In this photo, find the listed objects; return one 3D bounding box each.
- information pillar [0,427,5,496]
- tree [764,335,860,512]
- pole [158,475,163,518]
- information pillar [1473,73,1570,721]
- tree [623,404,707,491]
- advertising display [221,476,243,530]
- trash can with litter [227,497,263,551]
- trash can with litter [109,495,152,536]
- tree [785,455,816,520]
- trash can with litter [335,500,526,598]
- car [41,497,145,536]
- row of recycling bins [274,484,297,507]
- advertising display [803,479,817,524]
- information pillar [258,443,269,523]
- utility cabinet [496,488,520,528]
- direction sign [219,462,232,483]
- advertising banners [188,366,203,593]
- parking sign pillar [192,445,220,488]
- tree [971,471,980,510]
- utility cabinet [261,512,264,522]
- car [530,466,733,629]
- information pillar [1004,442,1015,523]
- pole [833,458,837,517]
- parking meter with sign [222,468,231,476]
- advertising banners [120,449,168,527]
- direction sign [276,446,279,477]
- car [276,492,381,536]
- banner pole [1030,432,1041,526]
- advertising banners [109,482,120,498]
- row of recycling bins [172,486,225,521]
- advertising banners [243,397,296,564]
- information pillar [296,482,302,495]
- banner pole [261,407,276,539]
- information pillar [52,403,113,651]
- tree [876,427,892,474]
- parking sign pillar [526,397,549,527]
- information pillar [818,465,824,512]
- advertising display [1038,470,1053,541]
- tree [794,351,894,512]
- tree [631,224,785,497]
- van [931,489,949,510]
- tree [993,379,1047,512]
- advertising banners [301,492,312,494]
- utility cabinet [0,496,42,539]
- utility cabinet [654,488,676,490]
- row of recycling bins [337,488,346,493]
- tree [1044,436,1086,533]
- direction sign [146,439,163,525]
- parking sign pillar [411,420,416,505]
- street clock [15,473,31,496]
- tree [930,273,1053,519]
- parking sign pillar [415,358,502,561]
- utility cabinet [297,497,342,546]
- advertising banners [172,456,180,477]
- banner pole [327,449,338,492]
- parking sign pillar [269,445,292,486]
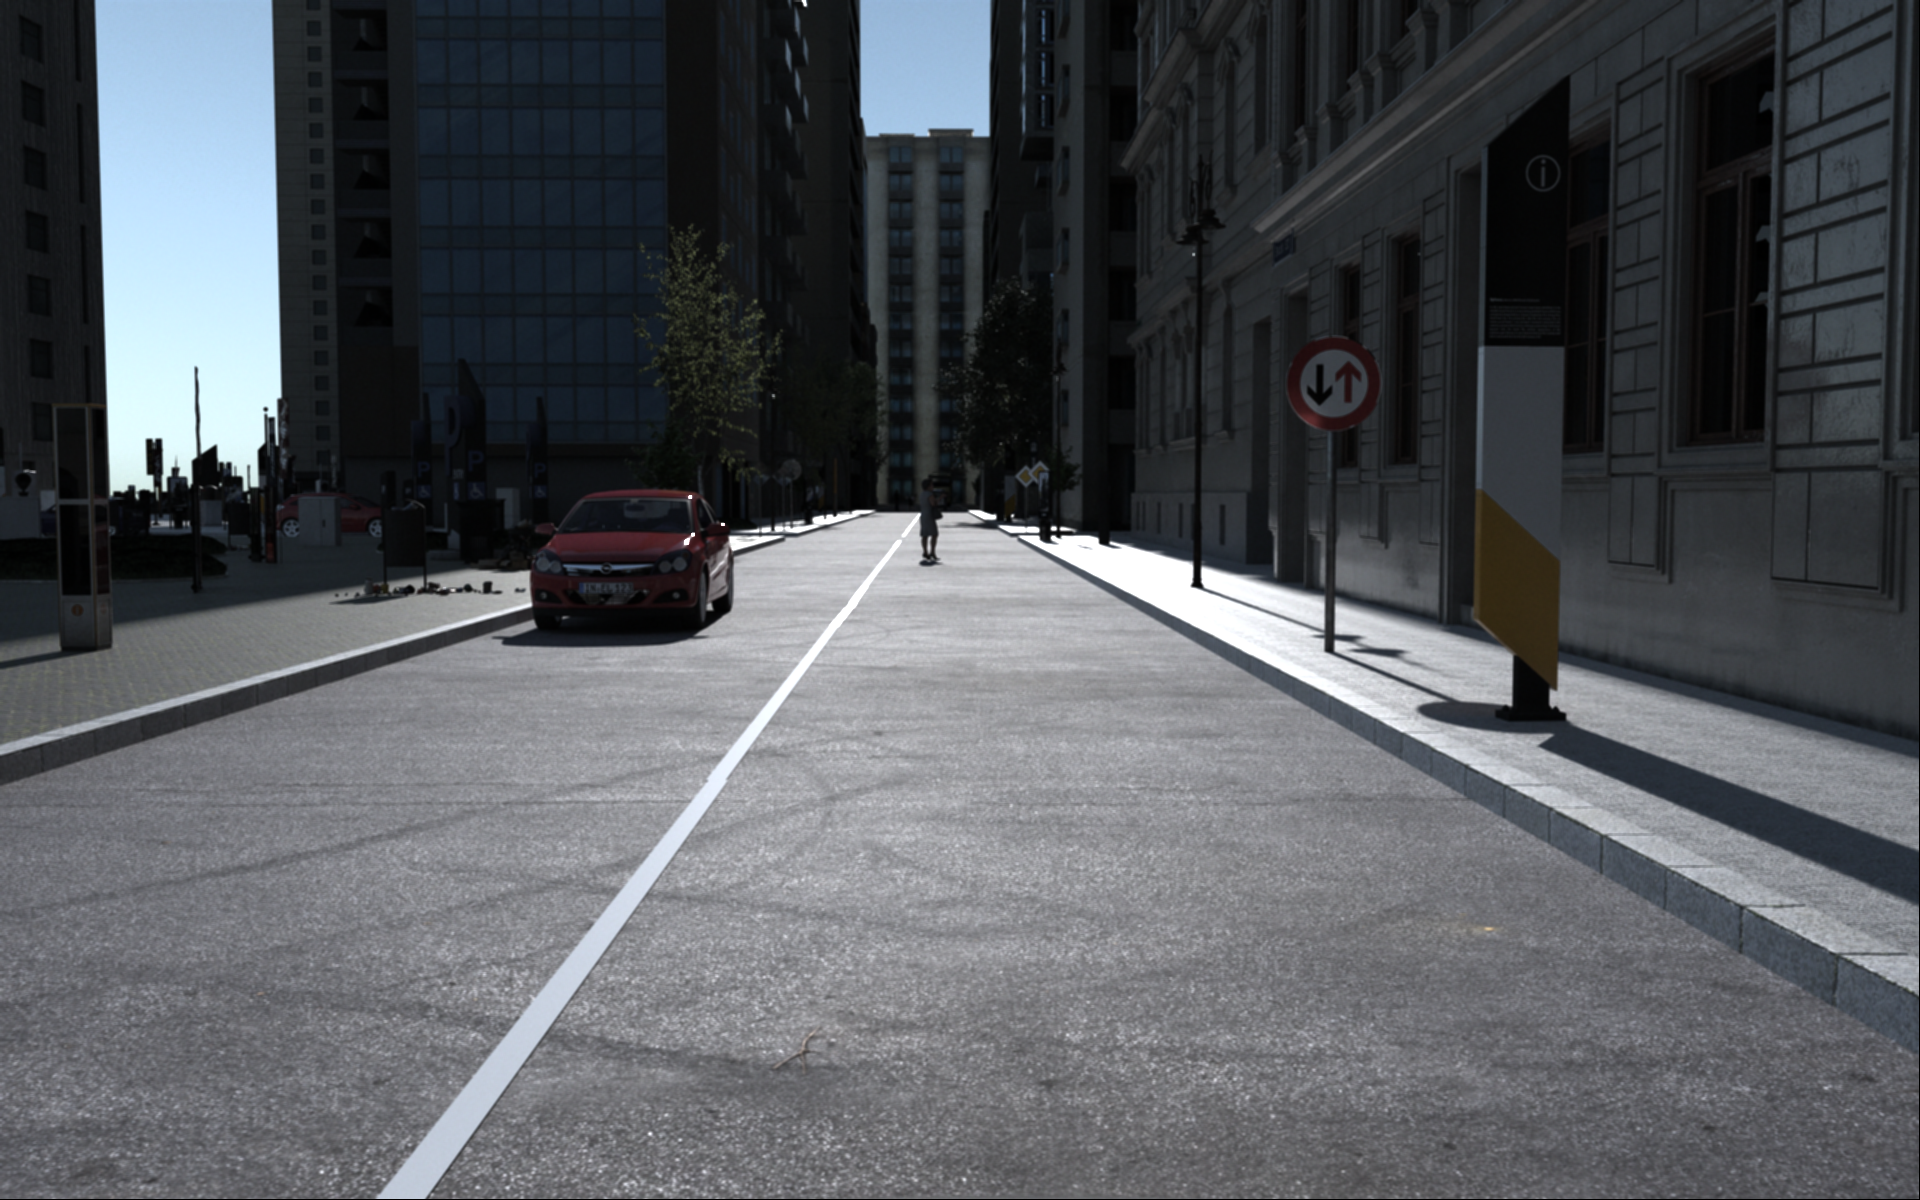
[{"bbox_3d":[-28.616,-3.670,51.362,0.183,3.616,0.504,3,5,44],"label":"information pillar"},{"bbox_3d":[-6.944,-7.981,80.846,4.737,8.622,4.395,0,3,0],"label":"tree"},{"bbox_3d":[-42.988,-6.068,93.047,0.158,3.312,0.155,0,3,0],"label":"pole"},{"bbox_3d":[3.171,-1.126,9.757,0.504,3.616,0.183,0,4,-6],"label":"information pillar"},{"bbox_3d":[-6.237,-2.618,37.402,1.663,3.219,1.824,0,3,0],"label":"tree"},{"bbox_3d":[-26.027,-3.472,61.982,0.123,1.923,0.974,1,4,17],"label":"advertising display"},{"bbox_3d":[-16.881,-1.743,39.557,2.233,1.210,1.678,-3,5,-41],"label":"trash can with litter"},{"bbox_3d":[-24.198,-2.390,50.126,2.233,1.210,1.678,-1,4,-21],"label":"trash can with litter"},{"bbox_3d":[-7.840,-5.537,85.135,1.663,3.219,1.824,0,3,0],"label":"tree"},{"bbox_3d":[-6.781,-0.690,22.337,2.233,1.210,1.678,0,4,-7],"label":"trash can with litter"},{"bbox_3d":[-28.509,-2.657,56.016,3.894,1.354,1.945,0,4,-2],"label":"car"},{"bbox_3d":[-28.038,-3.957,71.815,1.069,1.692,3.534,-1,4,-17],"label":"row of recycling bins"},{"bbox_3d":[-6.417,-4.173,73.439,0.123,1.923,0.974,1,4,16],"label":"advertising display"},{"bbox_3d":[-30.598,-5.187,76.157,0.504,3.616,0.183,1,4,13],"label":"information pillar"},{"bbox_3d":[-16.514,-3.343,63.332,0.318,1.500,1.173,-3,5,-45],"label":"utility cabinet"},{"bbox_3d":[-52.083,-8.004,122.855,0.876,3.537,0.379,0,4,-4],"label":"direction sign"},{"bbox_3d":[-10.255,-1.656,23.256,0.090,3.025,2.074,-1,4,-20],"label":"advertising banners"},{"bbox_3d":[-41.040,-6.470,94.263,1.447,3.967,1.447,0,4,-5],"label":"parking sign pillar"},{"bbox_3d":[1.605,-9.073,142.936,1.663,3.219,1.824,0,3,0],"label":"tree"},{"bbox_3d":[-32.042,-4.191,79.689,0.306,1.237,1.020,2,4,30],"label":"utility cabinet"},{"bbox_3d":[-3.642,-0.652,19.697,2.155,1.783,4.494,0,4,-1],"label":"car"},{"bbox_3d":[2.234,-5.291,77.865,0.504,3.616,0.183,0,4,-7],"label":"information pillar"},{"bbox_3d":[-7.046,-6.348,97.640,0.158,3.312,0.155,0,3,0],"label":"pole"},{"bbox_3d":[-49.161,-7.350,116.434,0.543,3.016,1.738,-2,4,-29],"label":"parking meter with sign"},{"bbox_3d":[-31.307,-4.298,66.454,0.090,3.025,2.074,1,4,18],"label":"advertising banners"},{"bbox_3d":[-31.978,-5.475,81.509,0.379,3.537,0.876,0,4,7],"label":"direction sign"},{"bbox_3d":[-19.758,-2.860,55.799,4.494,1.783,2.155,0,4,1],"label":"car"},{"bbox_3d":[3.094,-4.924,70.531,0.401,3.779,0.863,-2,4,-34],"label":"banner pole"},{"bbox_3d":[-48.614,-6.346,99.947,0.090,3.025,2.074,2,4,28],"label":"advertising banners"},{"bbox_3d":[-36.928,-4.728,84.420,3.534,1.692,1.069,1,4,20],"label":"row of recycling bins"},{"bbox_3d":[-12.829,-2.199,32.147,0.090,3.025,2.074,-3,5,-42],"label":"advertising banners"},{"bbox_3d":[-39.521,-6.050,103.403,0.304,2.012,0.304,1,4,8],"label":"information pillar"},{"bbox_3d":[-19.801,-3.653,49.738,0.401,3.779,0.863,-3,5,-44],"label":"banner pole"},{"bbox_3d":[-7.194,-0.594,14.210,0.304,2.012,0.304,0,4,-2],"label":"information pillar"},{"bbox_3d":[-9.396,-14.582,188.781,4.360,8.622,3.978,0,3,0],"label":"tree"},{"bbox_3d":[-11.556,-3.603,47.388,1.447,3.967,1.447,-1,4,-19],"label":"parking sign pillar"},{"bbox_3d":[-9.669,-7.925,120.931,0.504,3.616,0.183,-1,4,-15],"label":"information pillar"},{"bbox_3d":[2.352,-2.600,47.719,0.123,1.923,0.974,-1,4,-15],"label":"advertising display"},{"bbox_3d":[-8.361,-12.260,126.200,9.928,11.665,9.643,0,3,0],"label":"tree"},{"bbox_3d":[-6.987,-5.914,47.062,4.360,8.622,3.978,0,3,0],"label":"tree"},{"bbox_3d":[-1.980,-8.935,153.093,2.013,2.044,4.112,0,4,0],"label":"van"},{"bbox_3d":[3.010,-9.087,98.929,4.360,8.622,3.978,0,3,0],"label":"tree"},{"bbox_3d":[-40.318,-6.706,105.823,2.074,3.025,0.090,2,4,25],"label":"advertising banners"},{"bbox_3d":[-24.604,-2.086,45.271,1.020,1.237,0.306,-1,4,-23],"label":"utility cabinet"},{"bbox_3d":[-10.235,-3.155,60.266,1.173,1.500,0.318,3,5,40],"label":"utility cabinet"},{"bbox_3d":[-39.374,-6.361,111.122,1.069,1.692,3.534,-1,4,-11],"label":"row of recycling bins"},{"bbox_3d":[3.307,-3.877,57.985,1.663,3.219,1.824,0,3,0],"label":"tree"},{"bbox_3d":[-32.936,-4.824,70.872,0.876,3.537,0.379,2,4,24],"label":"direction sign"},{"bbox_3d":[-14.082,-3.481,45.388,1.447,3.967,1.447,-1,4,-19],"label":"parking sign pillar"},{"bbox_3d":[-32.470,-3.395,60.075,0.471,2.002,0.358,-2,4,-34],"label":"street clock"},{"bbox_3d":[3.249,-10.575,89.912,9.611,12.733,9.660,0,3,0],"label":"tree"},{"bbox_3d":[-9.680,-2.780,33.930,1.447,3.967,1.447,-2,4,-32],"label":"parking sign pillar"},{"bbox_3d":[-15.972,-1.959,43.196,1.020,1.237,0.306,1,4,11],"label":"utility cabinet"},{"bbox_3d":[-35.247,-5.007,78.055,0.090,3.025,2.074,-2,4,-27],"label":"advertising banners"},{"bbox_3d":[-34.690,-6.463,95.686,0.863,3.779,0.401,2,4,29],"label":"banner pole"},{"bbox_3d":[-34.568,-6.098,88.172,1.447,3.967,1.447,1,4,14],"label":"parking sign pillar"}]
